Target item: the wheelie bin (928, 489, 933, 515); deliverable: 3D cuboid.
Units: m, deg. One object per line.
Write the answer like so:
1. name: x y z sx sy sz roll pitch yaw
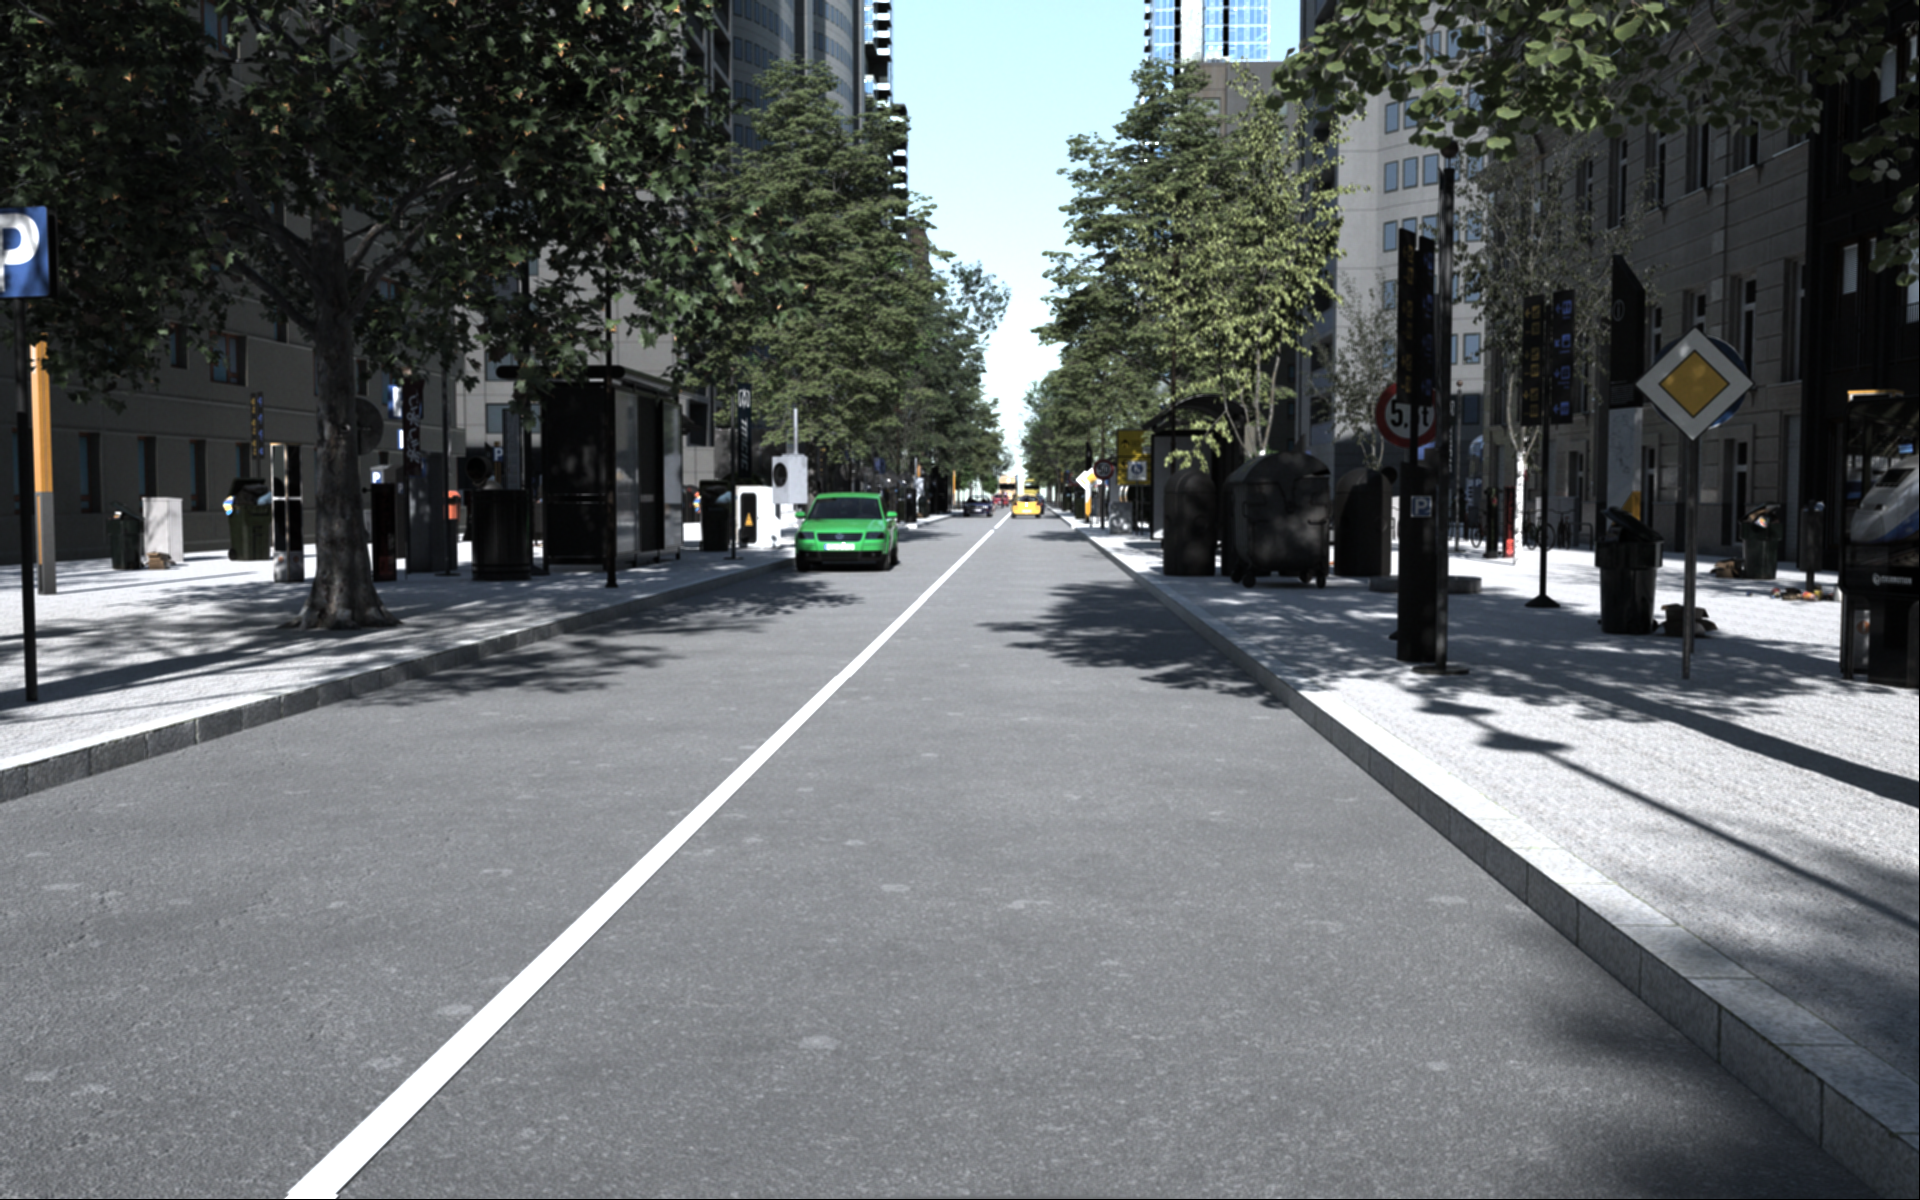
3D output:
1. wheelie bin: -2.137 -6.014 106.243 0.980 1.594 0.693 1 4 11

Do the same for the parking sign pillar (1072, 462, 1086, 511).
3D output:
1. parking sign pillar: 8.608 -8.129 121.385 1.447 3.967 1.447 -3 5 -40

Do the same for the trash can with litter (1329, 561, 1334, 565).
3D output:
1. trash can with litter: 6.481 -1.236 31.265 2.233 1.210 1.678 -2 4 -27

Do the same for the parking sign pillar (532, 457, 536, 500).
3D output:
1. parking sign pillar: -22.423 -6.136 88.789 1.447 3.967 1.447 1 4 23

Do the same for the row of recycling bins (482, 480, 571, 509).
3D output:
1. row of recycling bins: -12.389 -2.670 50.769 3.534 1.692 1.069 0 4 -3

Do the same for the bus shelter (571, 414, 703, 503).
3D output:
1. bus shelter: -7.224 -2.723 38.445 2.014 3.302 5.546 0 4 2

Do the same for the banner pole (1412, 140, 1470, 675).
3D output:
1. banner pole: 3.376 -1.353 12.139 0.401 3.779 0.863 1 4 21

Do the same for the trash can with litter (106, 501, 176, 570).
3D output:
1. trash can with litter: -13.946 -1.109 29.517 1.055 1.170 0.624 -1 4 -10

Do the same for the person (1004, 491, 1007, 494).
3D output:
1. person: 5.647 -12.597 214.327 0.709 1.838 0.599 1 4 22

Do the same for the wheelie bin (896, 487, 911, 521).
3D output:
1. wheelie bin: -2.596 -4.550 82.297 0.980 1.594 0.693 2 4 32

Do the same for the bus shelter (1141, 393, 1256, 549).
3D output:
1. bus shelter: 5.108 -2.675 37.662 2.014 3.302 5.546 0 4 2

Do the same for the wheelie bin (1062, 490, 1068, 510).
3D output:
1. wheelie bin: 8.430 -7.823 135.808 0.980 1.594 0.693 3 5 42

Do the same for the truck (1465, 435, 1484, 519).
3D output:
1. truck: 29.287 -4.870 69.381 18.799 4.110 2.967 0 4 4

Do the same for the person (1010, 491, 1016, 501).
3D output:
1. person: 6.347 -11.757 201.443 1.217 1.735 0.721 -1 4 -13

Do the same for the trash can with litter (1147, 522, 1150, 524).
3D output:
1. trash can with litter: 8.347 -3.803 73.567 0.624 1.170 1.055 -2 4 -32

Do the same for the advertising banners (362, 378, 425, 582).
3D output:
1. advertising banners: -8.465 -1.783 25.333 0.090 3.025 2.074 1 4 21

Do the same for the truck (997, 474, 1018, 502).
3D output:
1. truck: 6.733 -15.471 241.859 2.839 4.237 11.283 0 4 3

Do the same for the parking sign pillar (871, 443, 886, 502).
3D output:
1. parking sign pillar: -4.344 -6.359 92.443 1.447 3.967 1.447 1 4 15

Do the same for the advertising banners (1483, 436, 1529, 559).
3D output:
1. advertising banners: 11.050 -2.364 34.841 0.090 3.025 2.074 3 5 42

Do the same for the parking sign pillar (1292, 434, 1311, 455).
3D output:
1. parking sign pillar: 15.276 -5.470 77.901 1.447 3.967 1.447 -1 4 -16

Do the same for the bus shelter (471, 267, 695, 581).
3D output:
1. bus shelter: -6.455 -3.183 29.673 2.179 5.291 8.768 0 4 2

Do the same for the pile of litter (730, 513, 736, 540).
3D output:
1. pile of litter: -6.345 -2.123 48.683 1.176 0.858 1.719 0 4 3

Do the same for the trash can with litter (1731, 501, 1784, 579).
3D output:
1. trash can with litter: 11.861 -0.905 26.184 0.624 1.170 1.055 -2 4 -31

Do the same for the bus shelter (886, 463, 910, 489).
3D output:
1. bus shelter: -3.991 -7.113 110.224 2.014 3.302 5.546 0 4 2

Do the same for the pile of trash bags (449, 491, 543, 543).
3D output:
1. pile of trash bags: -12.777 -2.287 47.146 1.912 1.369 3.447 2 4 30

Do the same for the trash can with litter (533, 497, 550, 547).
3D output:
1. trash can with litter: -10.427 -1.925 42.523 2.233 1.210 1.678 3 4 36

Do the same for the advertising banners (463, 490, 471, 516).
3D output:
1. advertising banners: -18.837 -4.310 66.664 2.074 3.025 0.090 -1 4 -17

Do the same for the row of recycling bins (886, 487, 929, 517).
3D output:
1. row of recycling bins: -3.301 -5.473 96.596 3.534 1.692 1.069 -3 4 -37

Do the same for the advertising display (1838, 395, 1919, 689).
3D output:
1. advertising display: 6.239 -0.385 11.516 0.123 1.923 0.974 -1 4 -12

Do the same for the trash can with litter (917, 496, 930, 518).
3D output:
1. trash can with litter: -1.978 -4.913 91.708 0.624 1.170 1.055 1 4 11

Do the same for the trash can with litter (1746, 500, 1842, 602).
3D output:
1. trash can with litter: 10.653 -0.632 21.392 1.678 1.210 2.233 2 4 29

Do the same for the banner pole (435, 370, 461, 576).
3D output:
1. banner pole: -8.102 -2.286 27.391 0.401 3.779 0.863 -1 4 -8

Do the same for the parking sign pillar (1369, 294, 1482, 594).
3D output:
1. parking sign pillar: 6.149 -2.099 22.795 1.447 3.967 1.447 1 4 12

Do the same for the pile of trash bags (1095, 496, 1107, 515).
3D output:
1. pile of trash bags: 8.643 -5.969 107.338 3.447 1.369 1.912 3 5 44

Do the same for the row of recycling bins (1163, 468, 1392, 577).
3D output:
1. row of recycling bins: 4.978 -1.228 27.193 3.534 1.692 1.069 0 4 3

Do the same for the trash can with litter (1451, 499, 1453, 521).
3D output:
1. trash can with litter: 23.486 -4.286 81.465 1.055 1.170 0.624 -3 5 -44

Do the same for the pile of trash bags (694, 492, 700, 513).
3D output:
1. pile of trash bags: -12.439 -4.335 80.637 3.447 1.369 1.912 3 4 36

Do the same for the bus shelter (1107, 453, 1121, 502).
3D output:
1. bus shelter: 7.762 -5.272 80.113 2.014 3.302 5.546 0 4 2

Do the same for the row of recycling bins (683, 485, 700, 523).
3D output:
1. row of recycling bins: -12.457 -4.262 76.800 1.069 1.692 3.534 1 4 11

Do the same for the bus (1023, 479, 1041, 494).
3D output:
1. bus: 11.550 -17.564 278.724 2.896 3.916 12.252 0 4 2

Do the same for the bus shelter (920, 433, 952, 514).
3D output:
1. bus shelter: -1.583 -8.501 116.617 2.179 5.291 8.768 0 4 2

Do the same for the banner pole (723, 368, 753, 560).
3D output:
1. banner pole: -4.346 -2.703 34.205 0.401 3.779 0.863 2 4 29

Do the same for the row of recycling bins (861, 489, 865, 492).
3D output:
1. row of recycling bins: -6.545 -8.316 143.084 3.534 1.692 1.069 -1 4 -20

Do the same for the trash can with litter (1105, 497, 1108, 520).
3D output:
1. trash can with litter: 7.495 -4.407 83.443 1.055 1.170 0.624 -1 4 -19

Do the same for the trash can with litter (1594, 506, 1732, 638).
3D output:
1. trash can with litter: 6.367 -0.272 15.830 1.055 1.170 0.624 3 5 41

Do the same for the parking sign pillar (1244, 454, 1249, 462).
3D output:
1. parking sign pillar: 19.211 -7.666 113.804 1.447 3.967 1.447 1 4 12

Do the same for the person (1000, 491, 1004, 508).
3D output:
1. person: 4.253 -10.232 176.515 0.721 1.735 1.217 -1 4 -12

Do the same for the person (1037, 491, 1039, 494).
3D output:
1. person: 9.184 -11.894 202.976 0.705 1.824 1.348 -1 4 -16

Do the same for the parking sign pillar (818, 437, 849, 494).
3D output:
1. parking sign pillar: -5.536 -5.430 77.251 1.447 3.967 1.447 3 5 42
